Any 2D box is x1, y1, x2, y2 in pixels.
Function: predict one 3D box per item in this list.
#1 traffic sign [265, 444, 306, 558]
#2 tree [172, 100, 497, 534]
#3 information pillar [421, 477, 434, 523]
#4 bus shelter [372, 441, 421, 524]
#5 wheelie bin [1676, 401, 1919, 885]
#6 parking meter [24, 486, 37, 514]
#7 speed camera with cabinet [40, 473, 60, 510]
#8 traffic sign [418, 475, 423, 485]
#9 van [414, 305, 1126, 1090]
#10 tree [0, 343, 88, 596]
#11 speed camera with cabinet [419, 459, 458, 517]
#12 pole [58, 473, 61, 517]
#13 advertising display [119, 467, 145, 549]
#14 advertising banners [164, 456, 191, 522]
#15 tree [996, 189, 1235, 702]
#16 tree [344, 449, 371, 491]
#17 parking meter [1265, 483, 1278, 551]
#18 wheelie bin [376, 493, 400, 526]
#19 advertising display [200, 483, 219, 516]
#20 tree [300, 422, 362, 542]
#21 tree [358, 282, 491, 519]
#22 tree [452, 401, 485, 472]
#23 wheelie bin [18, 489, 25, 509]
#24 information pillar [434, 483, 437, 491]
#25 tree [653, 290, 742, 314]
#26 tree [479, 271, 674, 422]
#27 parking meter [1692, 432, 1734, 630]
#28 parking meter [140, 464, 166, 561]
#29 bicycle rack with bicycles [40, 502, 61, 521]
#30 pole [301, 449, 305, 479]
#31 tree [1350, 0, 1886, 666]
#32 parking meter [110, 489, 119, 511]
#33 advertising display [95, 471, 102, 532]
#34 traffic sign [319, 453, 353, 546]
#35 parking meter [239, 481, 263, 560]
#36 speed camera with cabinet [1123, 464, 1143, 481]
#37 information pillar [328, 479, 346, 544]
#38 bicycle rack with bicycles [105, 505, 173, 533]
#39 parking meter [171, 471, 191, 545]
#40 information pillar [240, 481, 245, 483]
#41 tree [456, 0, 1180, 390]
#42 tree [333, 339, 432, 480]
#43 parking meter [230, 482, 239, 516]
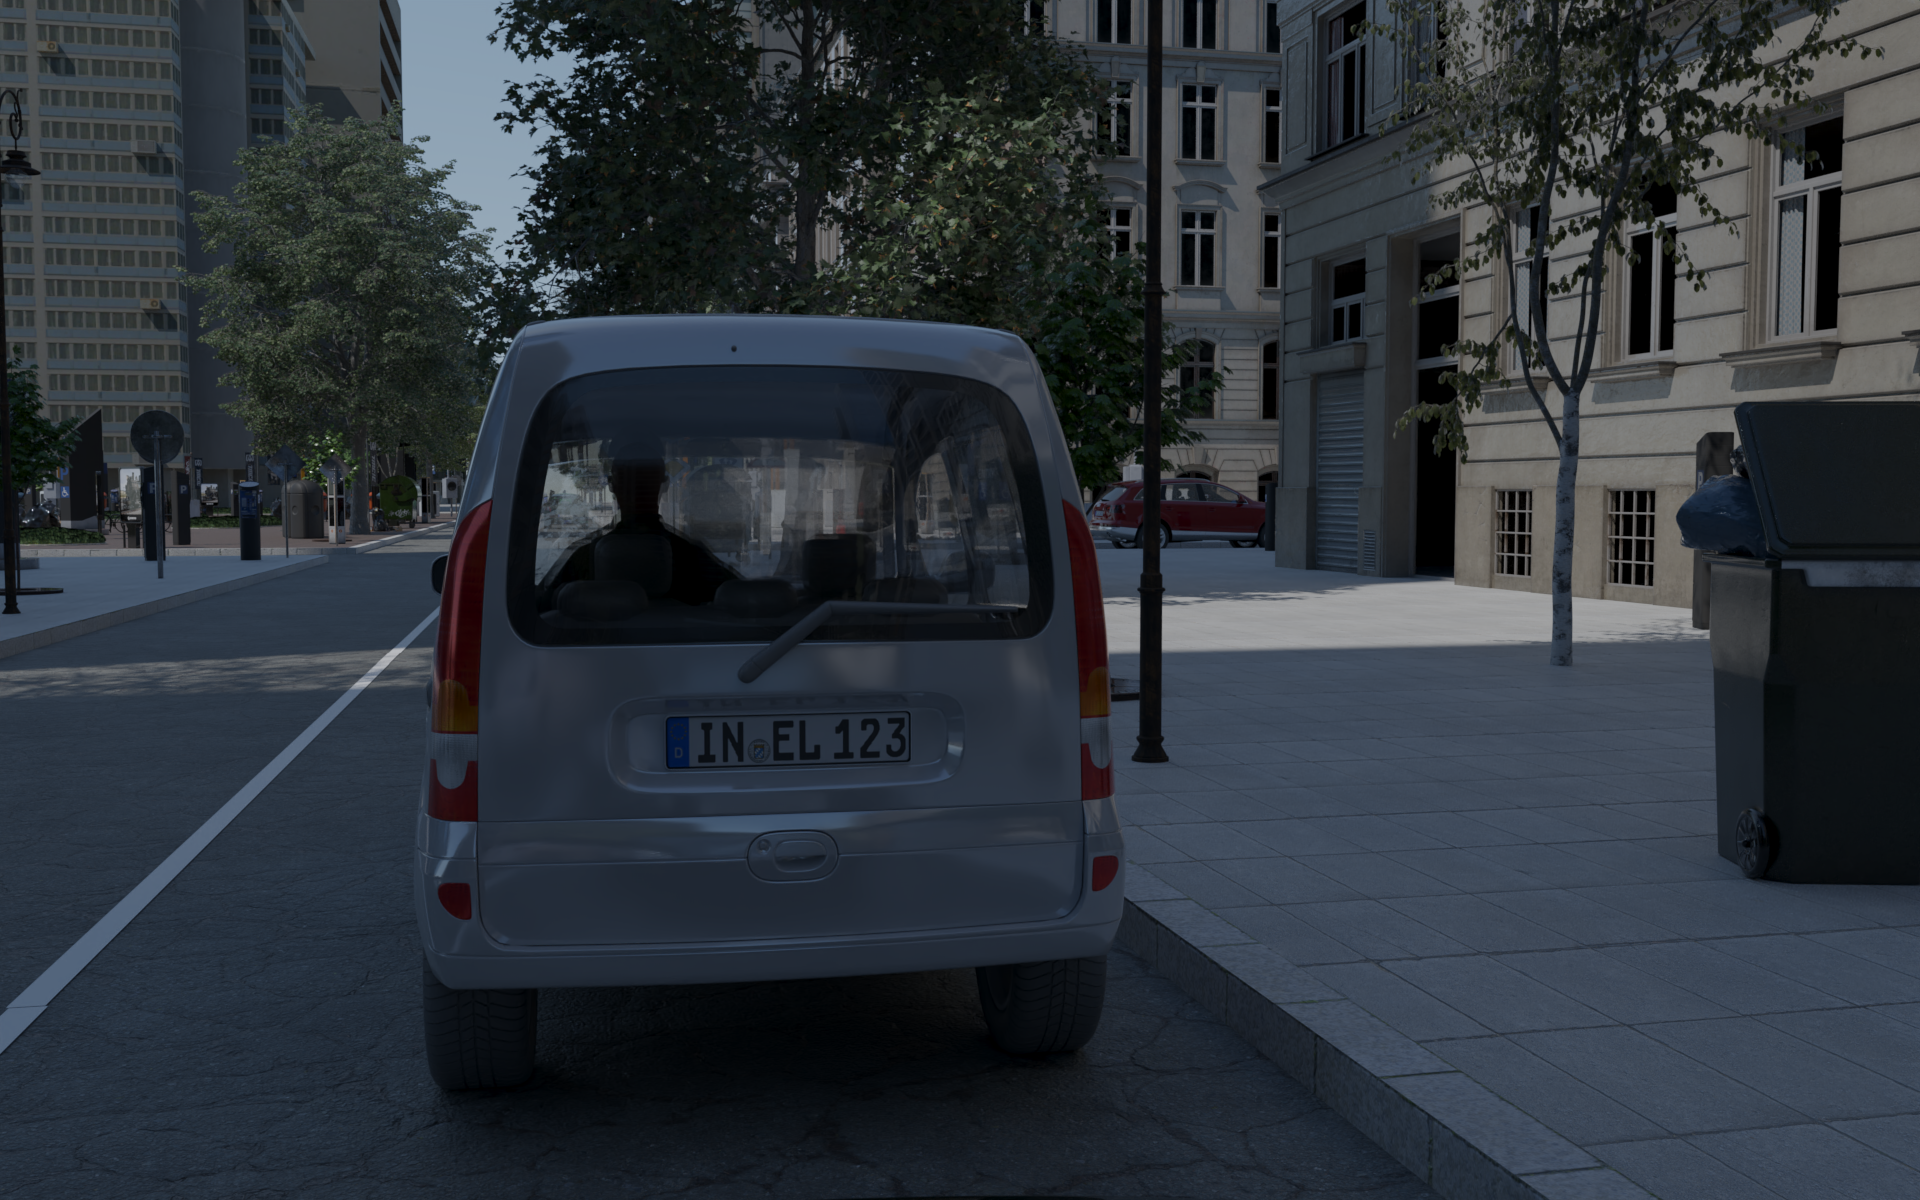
[{"bbox_3d":[-13.541,-1.906,34.813,0.795,2.450,0.064,-1,4,-13],"label":"traffic sign"},{"bbox_3d":[-19.368,-9.082,55.138,9.857,13.997,8.962,0,3,0],"label":"tree"},{"bbox_3d":[-23.396,-4.365,75.860,0.304,2.012,0.304,1,4,9],"label":"information pillar"},{"bbox_3d":[-24.745,-5.207,76.414,1.731,3.624,6.357,-1,4,-13],"label":"bus shelter"},{"bbox_3d":[2.924,0.123,5.904,0.980,1.594,0.693,0,4,4],"label":"wheelie bin"},{"bbox_3d":[-37.373,-3.909,69.628,0.399,1.863,0.255,1,4,9],"label":"parking meter"},{"bbox_3d":[-52.667,-6.482,100.323,2.038,3.252,0.660,3,5,45],"label":"speed camera with cabinet"},{"bbox_3d":[-33.050,-6.536,106.860,0.884,2.594,0.081,0,4,-5],"label":"traffic sign"},{"bbox_3d":[-0.743,0.083,5.651,2.013,2.044,4.112,-1,4,-11],"label":"van"},{"bbox_3d":[-12.008,-1.690,22.231,1.663,3.219,1.824,0,3,0],"label":"tree"},{"bbox_3d":[-29.504,-6.337,97.944,2.038,3.252,0.660,-3,5,-39],"label":"speed camera with cabinet"},{"bbox_3d":[-50.124,-6.273,96.410,0.158,3.312,0.155,0,3,0],"label":"pole"},{"bbox_3d":[-19.556,-2.186,40.957,0.974,1.923,0.123,2,4,35],"label":"advertising display"},{"bbox_3d":[-35.262,-5.014,78.162,0.090,3.025,2.074,1,4,8],"label":"advertising banners"},{"bbox_3d":[0.916,-1.008,11.078,1.663,3.219,1.824,0,3,0],"label":"tree"},{"bbox_3d":[-38.742,-7.796,111.175,4.285,4.588,4.351,0,3,0],"label":"tree"},{"bbox_3d":[7.071,-1.875,39.062,0.372,1.533,0.369,0,3,0],"label":"parking meter"},{"bbox_3d":[-22.797,-3.746,69.157,0.980,1.594,0.693,-2,4,-29],"label":"wheelie bin"},{"bbox_3d":[-43.739,-5.855,100.950,0.974,1.923,0.123,-1,4,-12],"label":"advertising display"},{"bbox_3d":[-16.881,-3.192,46.795,1.663,3.219,1.824,0,3,0],"label":"tree"},{"bbox_3d":[-27.616,-10.486,89.567,7.486,12.596,7.792,0,3,0],"label":"tree"},{"bbox_3d":[-34.254,-10.507,122.149,4.737,8.622,4.395,0,3,0],"label":"tree"},{"bbox_3d":[-42.941,-4.337,78.821,0.980,1.594,0.693,0,4,2],"label":"wheelie bin"},{"bbox_3d":[-33.437,-6.450,109.944,0.304,2.012,0.304,2,4,35],"label":"information pillar"},{"bbox_3d":[-8.474,-7.322,54.132,7.601,10.594,8.767,-3,5,-42],"label":"tree"},{"bbox_3d":[-15.462,-10.318,79.071,12.009,13.543,11.850,0,3,0],"label":"tree"},{"bbox_3d":[7.159,-0.658,16.473,0.255,1.863,0.399,1,4,8],"label":"parking meter"},{"bbox_3d":[-15.512,-1.686,33.280,0.399,1.863,0.255,-2,4,-33],"label":"parking meter"},{"bbox_3d":[-44.014,-4.200,82.045,2.925,0.926,2.852,1,4,20],"label":"bicycle rack with bicycles"},{"bbox_3d":[-29.943,-5.206,78.953,0.158,3.312,0.155,0,3,0],"label":"pole"},{"bbox_3d":[4.663,-3.826,12.923,4.360,8.622,3.978,0,3,0],"label":"tree"},{"bbox_3d":[-45.883,-5.235,94.004,0.372,1.533,0.369,0,3,0],"label":"parking meter"},{"bbox_3d":[-24.593,-2.707,49.469,0.123,1.923,0.974,-2,4,-28],"label":"advertising display"},{"bbox_3d":[-15.338,-2.382,42.594,0.795,2.450,0.064,-1,4,-13],"label":"traffic sign"},{"bbox_3d":[-13.769,-1.539,33.581,0.372,1.533,0.369,0,3,0],"label":"parking meter"},{"bbox_3d":[6.211,-3.700,54.828,2.038,3.252,0.660,0,4,-2],"label":"speed camera with cabinet"},{"bbox_3d":[-15.964,-2.438,44.354,0.304,2.012,0.304,3,4,37],"label":"information pillar"},{"bbox_3d":[-27.152,-2.700,57.527,2.852,0.926,2.925,3,5,40],"label":"bicycle rack with bicycles"},{"bbox_3d":[-19.583,-2.315,43.559,0.255,1.863,0.399,2,4,32],"label":"parking meter"},{"bbox_3d":[-38.835,-5.476,94.032,0.304,2.012,0.304,1,4,13],"label":"information pillar"},{"bbox_3d":[-1.976,-6.446,22.397,9.611,12.733,9.660,0,3,0],"label":"tree"},{"bbox_3d":[-23.247,-7.347,70.491,4.360,8.622,3.978,0,3,0],"label":"tree"},{"bbox_3d":[-35.211,-4.794,84.089,0.255,1.863,0.399,-3,5,-44],"label":"parking meter"}]
